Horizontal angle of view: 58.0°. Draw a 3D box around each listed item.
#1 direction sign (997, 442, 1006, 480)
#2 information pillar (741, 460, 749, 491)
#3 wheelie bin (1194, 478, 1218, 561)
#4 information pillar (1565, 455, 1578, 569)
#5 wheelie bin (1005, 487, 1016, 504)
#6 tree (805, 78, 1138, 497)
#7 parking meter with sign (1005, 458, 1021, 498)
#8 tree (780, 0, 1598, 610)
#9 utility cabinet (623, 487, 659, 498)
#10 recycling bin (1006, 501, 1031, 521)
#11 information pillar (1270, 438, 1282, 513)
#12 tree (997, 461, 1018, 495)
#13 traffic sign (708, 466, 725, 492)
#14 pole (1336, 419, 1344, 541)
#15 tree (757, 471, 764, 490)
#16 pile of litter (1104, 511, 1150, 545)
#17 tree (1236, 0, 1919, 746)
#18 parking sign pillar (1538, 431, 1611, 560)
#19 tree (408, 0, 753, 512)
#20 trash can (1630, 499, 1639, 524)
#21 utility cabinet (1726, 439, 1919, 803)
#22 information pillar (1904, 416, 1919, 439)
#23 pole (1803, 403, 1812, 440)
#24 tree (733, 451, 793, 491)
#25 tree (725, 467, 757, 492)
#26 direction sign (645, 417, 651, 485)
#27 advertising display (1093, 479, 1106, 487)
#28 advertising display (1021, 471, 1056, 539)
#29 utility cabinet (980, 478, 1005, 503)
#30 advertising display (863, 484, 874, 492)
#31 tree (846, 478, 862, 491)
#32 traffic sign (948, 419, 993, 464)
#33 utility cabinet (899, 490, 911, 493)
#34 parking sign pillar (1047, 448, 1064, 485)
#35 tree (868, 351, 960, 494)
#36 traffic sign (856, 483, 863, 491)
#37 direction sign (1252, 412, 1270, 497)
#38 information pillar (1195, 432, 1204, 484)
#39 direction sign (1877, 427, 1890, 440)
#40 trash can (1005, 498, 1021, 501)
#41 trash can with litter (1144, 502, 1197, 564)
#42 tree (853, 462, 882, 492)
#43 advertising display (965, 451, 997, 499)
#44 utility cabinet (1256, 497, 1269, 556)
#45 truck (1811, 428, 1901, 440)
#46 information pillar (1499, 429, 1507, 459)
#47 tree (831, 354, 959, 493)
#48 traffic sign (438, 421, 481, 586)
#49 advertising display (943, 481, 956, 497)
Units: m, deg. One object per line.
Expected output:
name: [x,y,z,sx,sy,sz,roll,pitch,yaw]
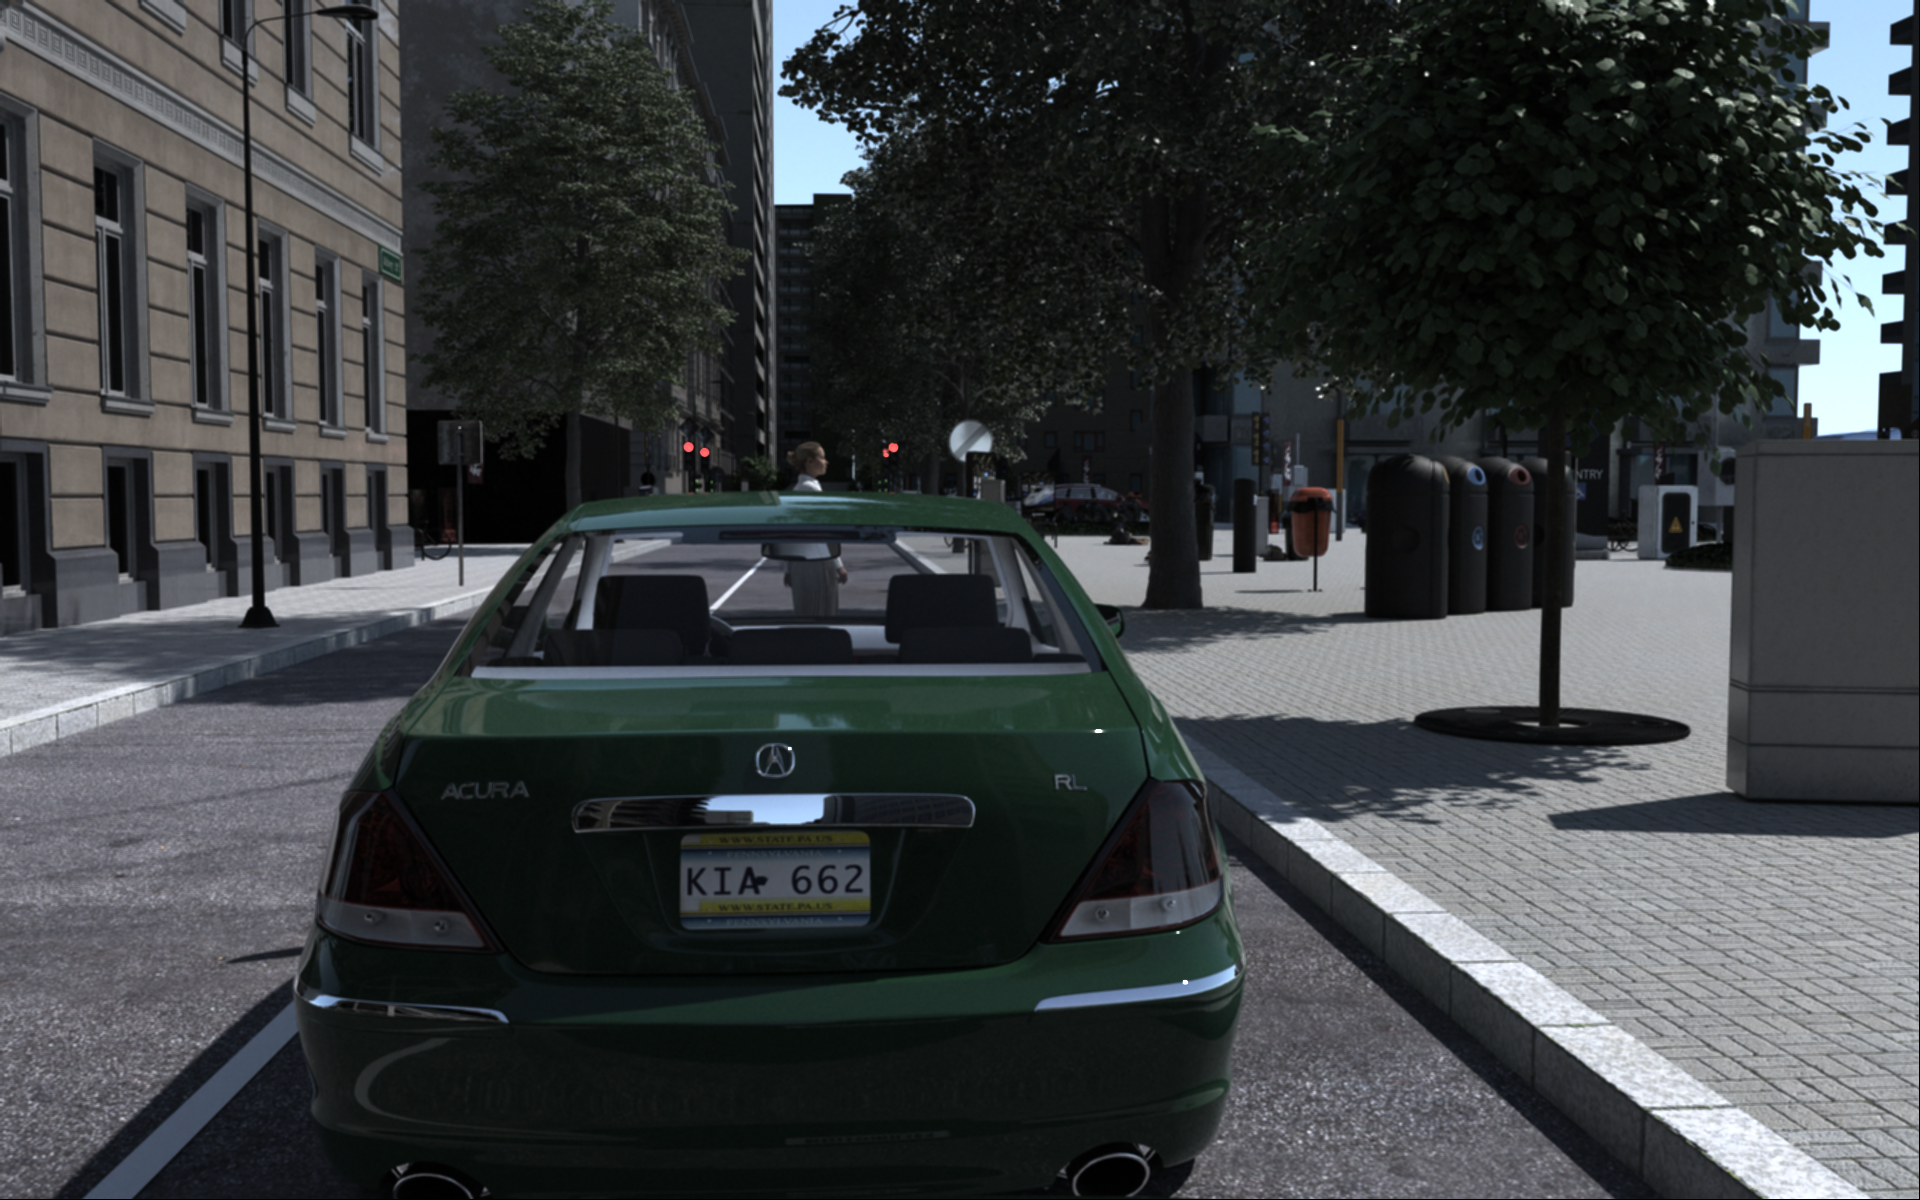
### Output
direction sign: [1.716,-5.029,74.221,0.379,3.537,0.876,-3,4,-36]
information pillar: [-14.635,-7.746,117.996,0.504,3.616,0.183,0,4,3]
wheelie bin: [4.625,-1.571,33.589,0.693,1.594,0.980,1,4,15]
information pillar: [10.374,-1.545,29.755,0.304,2.012,0.304,-1,4,-17]
wheelie bin: [2.862,-5.629,99.942,0.980,1.594,0.693,3,5,45]
tree: [0.305,-6.293,37.306,7.601,10.594,8.767,-1,4,-16]
parking meter with sign: [2.790,-4.693,72.997,1.738,3.016,0.543,0,4,5]
tree: [2.511,-6.876,19.082,9.857,13.997,8.962,0,3,0]
utility cabinet: [-9.689,-2.695,52.738,1.173,1.500,0.318,2,4,31]
recycling bin: [2.112,-3.025,62.007,0.722,1.027,0.722,-2,4,-34]
information pillar: [13.086,-4.918,71.764,0.504,3.616,0.183,0,4,-1]
tree: [2.498,-5.871,90.600,1.663,3.219,1.824,0,3,0]
traffic sign: [-11.166,-4.856,79.501,0.768,2.556,0.104,0,4,2]
pole: [10.396,-3.277,47.418,0.158,3.312,0.155,0,3,0]
tree: [-15.040,-7.943,124.470,1.663,3.219,1.824,0,3,0]
pile of litter: [4.252,-1.844,44.113,1.176,0.858,1.719,0,4,3]
tree: [3.285,-1.566,9.315,4.285,4.588,4.351,0,3,0]
parking sign pillar: [12.101,-2.794,34.159,1.447,3.967,1.447,0,4,-4]
tree: [-8.431,-7.420,39.440,7.486,12.596,7.792,0,3,0]
trash can: [21.682,-2.661,55.158,0.748,1.137,0.748,0,3,0]
utility cabinet: [3.861,0.091,7.199,1.173,1.500,0.318,1,4,9]
information pillar: [28.356,-3.683,51.575,0.183,3.616,0.504,-2,4,-32]
pole: [18.974,-2.753,38.861,0.158,3.312,0.155,0,3,0]
tree: [-15.377,-8.971,130.397,4.285,4.588,4.351,0,3,0]
tree: [-15.572,-7.785,121.889,1.663,3.219,1.824,0,3,0]
direction sign: [-9.032,-3.559,50.187,0.379,3.537,0.876,0,4,-1]
advertising display: [6.184,-4.390,76.988,0.123,1.923,0.974,2,4,34]
advertising display: [2.206,-2.672,48.902,0.974,1.923,0.123,0,4,-6]
utility cabinet: [0.475,-0.962,24.404,0.318,1.500,1.173,0,4,4]
advertising display: [-5.864,-6.458,110.803,0.123,1.923,0.974,3,4,37]
tree: [-12.732,-13.105,208.864,1.663,3.219,1.824,0,3,0]
traffic sign: [0.181,-1.806,29.631,0.768,2.556,0.104,0,4,-1]
utility cabinet: [-3.362,-5.632,100.759,1.173,1.500,0.318,-3,5,-44]
parking sign pillar: [5.606,-6.912,101.481,1.447,3.967,1.447,-2,4,-26]
tree: [-2.569,-8.001,81.181,4.360,8.622,3.978,0,3,0]
traffic sign: [-8.145,-8.635,141.290,0.768,2.556,0.104,0,4,-2]
direction sign: [8.312,-3.422,47.946,0.379,3.537,0.876,3,5,40]
information pillar: [8.979,-4.512,65.126,0.183,3.616,0.504,3,5,40]
direction sign: [31.520,-4.110,59.189,0.379,3.537,0.876,0,4,5]
trash can: [2.191,-3.654,71.391,0.748,1.137,0.748,0,3,0]
trash can with litter: [3.801,-1.235,31.574,0.624,1.170,1.055,-3,5,-41]
tree: [-6.738,-9.418,137.700,4.285,4.588,4.351,0,3,0]
advertising display: [0.327,-1.300,26.469,0.123,1.923,0.974,1,4,23]
utility cabinet: [6.164,-1.537,36.300,0.306,1.237,1.020,0,4,-8]
truck: [43.740,-5.013,71.722,18.799,4.110,2.967,0,4,-4]
information pillar: [12.814,-3.029,40.886,0.183,3.616,0.504,0,4,5]
tree: [-3.473,-10.870,95.849,7.486,12.596,7.792,0,3,0]
traffic sign: [-6.969,-1.347,24.151,0.606,2.300,0.079,0,4,2]
advertising display: [-0.324,-4.867,84.793,0.974,1.923,0.123,0,4,7]
